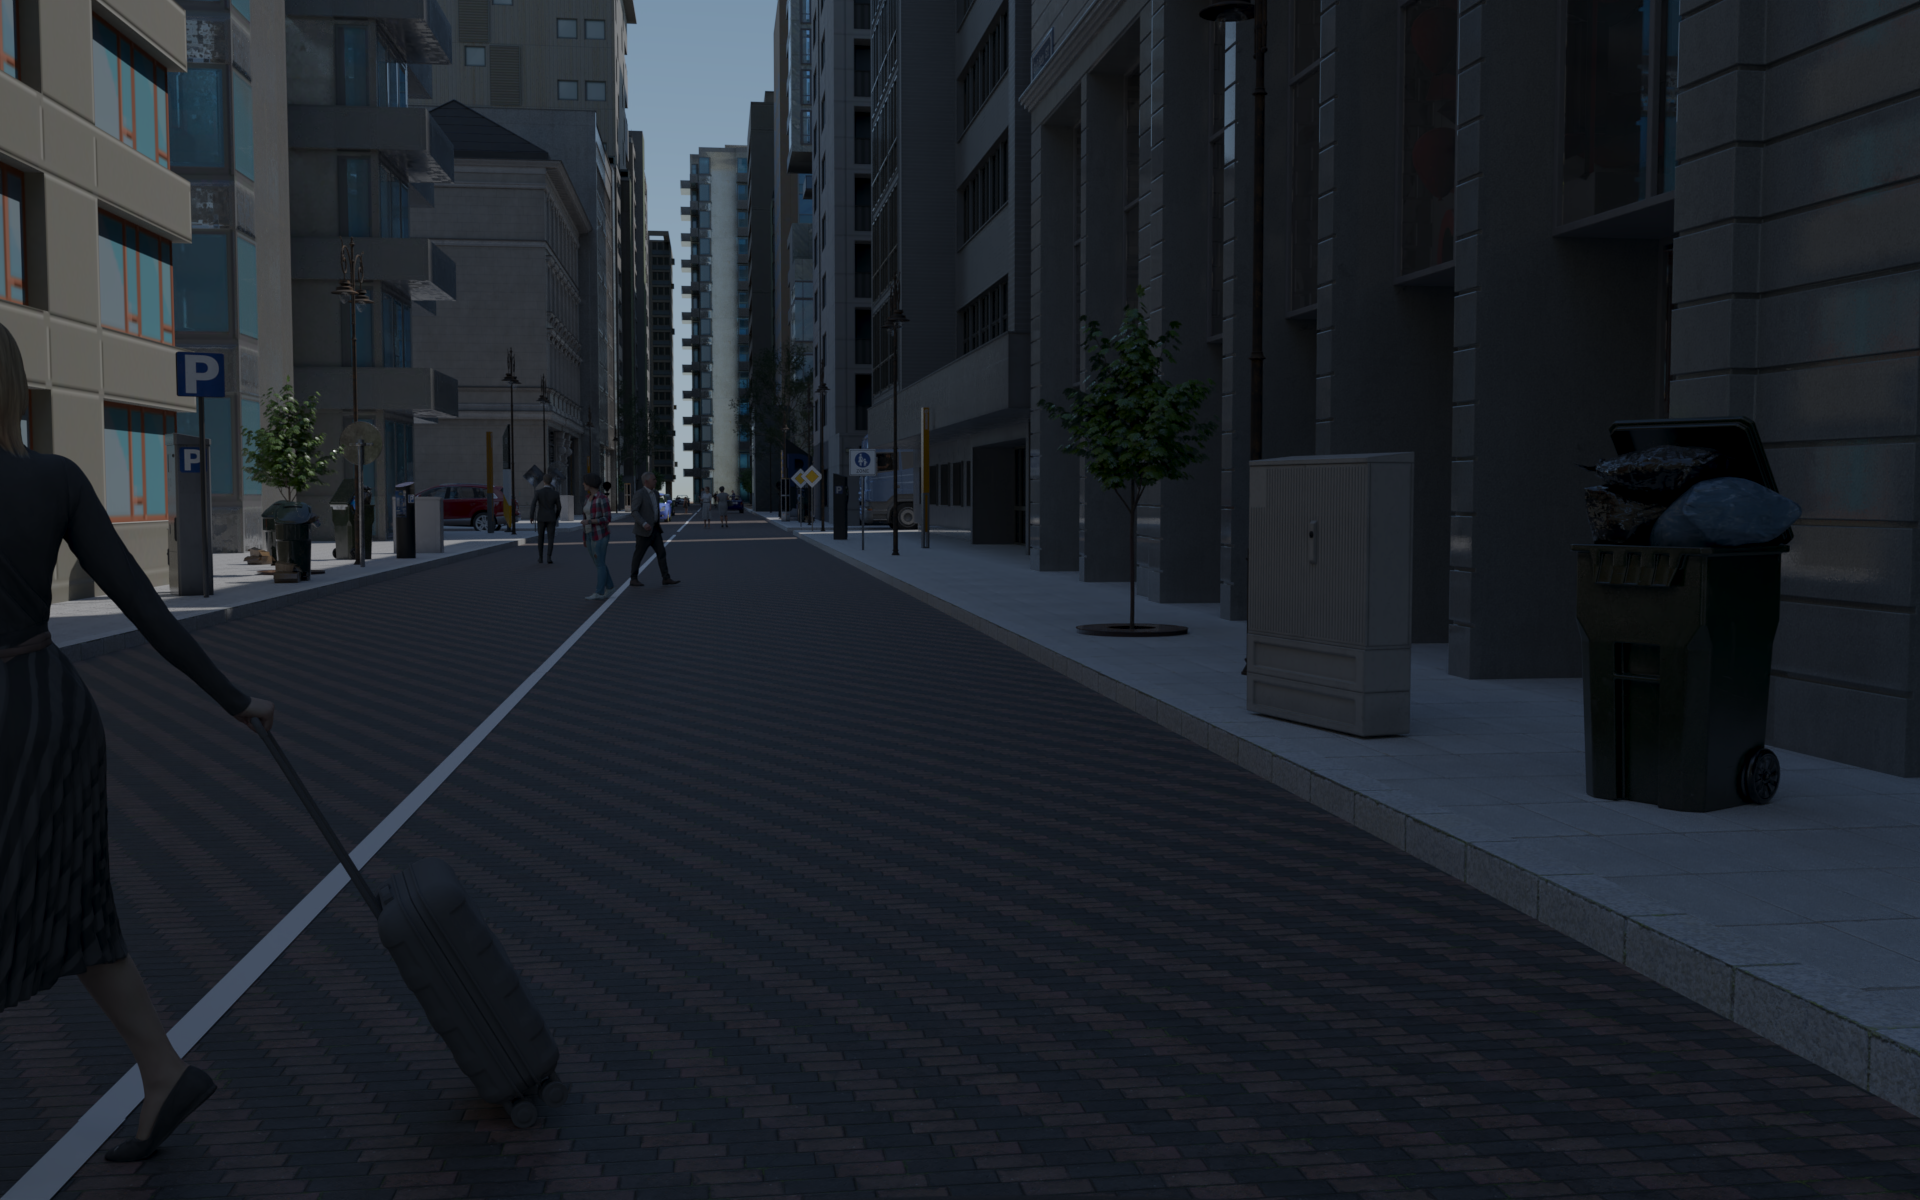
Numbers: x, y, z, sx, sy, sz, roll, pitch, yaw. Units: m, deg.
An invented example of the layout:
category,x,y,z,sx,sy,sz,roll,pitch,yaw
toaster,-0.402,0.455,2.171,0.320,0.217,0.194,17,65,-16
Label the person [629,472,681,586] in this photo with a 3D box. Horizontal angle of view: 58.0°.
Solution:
category,x,y,z,sx,sy,sz,roll,pitch,yaw
person,-4.785,-1.106,26.975,0.834,1.777,0.661,1,4,21

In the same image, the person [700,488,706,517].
category,x,y,z,sx,sy,sz,roll,pitch,yaw
person,-15.903,-6.087,107.866,0.795,1.843,0.661,1,4,21

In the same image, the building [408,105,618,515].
category,x,y,z,sx,sy,sz,roll,pitch,yaw
building,-29.729,-18.231,116.099,12.078,24.808,19.932,0,4,-8

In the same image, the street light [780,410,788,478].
category,x,y,z,sx,sy,sz,roll,pitch,yaw
street light,-9.615,-7.471,94.933,0.468,5.910,1.993,0,4,-8

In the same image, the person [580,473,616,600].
category,x,y,z,sx,sy,sz,roll,pitch,yaw
person,-4.904,-0.869,23.547,0.643,1.720,0.563,-3,4,-37

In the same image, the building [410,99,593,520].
category,x,y,z,sx,sy,sz,roll,pitch,yaw
building,-25.027,-14.405,86.434,10.553,20.767,40.483,0,4,-8

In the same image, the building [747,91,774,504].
category,x,y,z,sx,sy,sz,roll,pitch,yaw
building,-14.284,-35.634,206.322,21.300,48.544,21.600,0,4,-8

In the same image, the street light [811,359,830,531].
category,x,y,z,sx,sy,sz,roll,pitch,yaw
street light,-4.720,-5.301,59.466,0.468,5.910,1.993,0,4,-8

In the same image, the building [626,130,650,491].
category,x,y,z,sx,sy,sz,roll,pitch,yaw
building,-41.521,-30.882,188.507,14.154,41.232,14.086,0,4,-8

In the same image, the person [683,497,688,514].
category,x,y,z,sx,sy,sz,roll,pitch,yaw
person,-20.068,-6.930,126.476,0.373,1.253,0.362,2,4,27

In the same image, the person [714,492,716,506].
category,x,y,z,sx,sy,sz,roll,pitch,yaw
person,-29.775,-12.294,210.973,0.593,1.643,0.415,3,4,36

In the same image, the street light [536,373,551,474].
category,x,y,z,sx,sy,sz,roll,pitch,yaw
street light,-15.963,-5.734,66.543,0.468,5.910,1.993,0,4,-8

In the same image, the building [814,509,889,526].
category,x,y,z,sx,sy,sz,roll,pitch,yaw
building,3.961,-39.166,78.611,20.611,71.187,20.563,0,4,-8

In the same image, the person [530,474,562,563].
category,x,y,z,sx,sy,sz,roll,pitch,yaw
person,-8.584,-1.687,35.862,0.659,1.850,0.755,-1,4,-16

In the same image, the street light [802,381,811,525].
category,x,y,z,sx,sy,sz,roll,pitch,yaw
street light,-6.192,-6.011,71.072,0.468,5.910,1.993,0,4,-8

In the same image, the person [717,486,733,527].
category,x,y,z,sx,sy,sz,roll,pitch,yaw
person,-10.160,-4.036,74.852,0.716,1.782,0.532,-1,4,-9

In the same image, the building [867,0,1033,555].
category,x,y,z,sx,sy,sz,roll,pitch,yaw
building,5.913,-13.802,44.735,14.314,24.678,30.058,0,4,-8

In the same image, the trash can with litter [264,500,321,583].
category,x,y,z,sx,sy,sz,roll,pitch,yaw
trash can with litter,-9.728,-0.853,25.339,0.624,1.170,1.055,-1,4,-14

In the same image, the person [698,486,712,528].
category,x,y,z,sx,sy,sz,roll,pitch,yaw
person,-10.718,-3.907,72.943,0.480,1.755,0.524,1,4,17

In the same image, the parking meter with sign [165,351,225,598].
category,x,y,z,sx,sy,sz,roll,pitch,yaw
parking meter with sign,-9.798,-1.578,22.055,0.543,3.016,1.738,-2,4,-34

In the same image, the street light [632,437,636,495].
category,x,y,z,sx,sy,sz,roll,pitch,yaw
street light,-26.098,-10.125,138.333,0.468,5.910,1.993,0,4,-8

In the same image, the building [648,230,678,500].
category,x,y,z,sx,sy,sz,roll,pitch,yaw
building,-51.254,-33.394,237.877,23.993,40.220,32.217,0,4,-8

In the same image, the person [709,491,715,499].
category,x,y,z,sx,sy,sz,roll,pitch,yaw
person,-23.478,-9.346,162.130,1.217,1.723,0.721,-1,4,-19

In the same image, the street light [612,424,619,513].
category,x,y,z,sx,sy,sz,roll,pitch,yaw
street light,-22.818,-8.696,114.965,0.468,5.910,1.993,0,4,-8

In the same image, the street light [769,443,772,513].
category,x,y,z,sx,sy,sz,roll,pitch,yaw
street light,-12.934,-8.900,118.296,0.468,5.910,1.993,0,4,-8

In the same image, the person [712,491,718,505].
category,x,y,z,sx,sy,sz,roll,pitch,yaw
person,-24.849,-10.279,177.076,1.217,1.766,0.721,-1,4,-16

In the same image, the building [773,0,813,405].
category,x,y,z,sx,sy,sz,roll,pitch,yaw
building,-9.227,-30.788,153.498,14.600,45.320,14.200,0,4,-8

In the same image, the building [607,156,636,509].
category,x,y,z,sx,sy,sz,roll,pitch,yaw
building,-35.072,-22.940,146.763,14.160,30.474,14.107,0,4,-8

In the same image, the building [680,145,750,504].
category,x,y,z,sx,sy,sz,roll,pitch,yaw
building,-22.776,-37.828,238.097,30.456,49.044,23.786,0,4,-8

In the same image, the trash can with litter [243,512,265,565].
category,x,y,z,sx,sy,sz,roll,pitch,yaw
trash can with litter,-12.576,-1.243,31.708,0.624,1.170,1.055,1,4,17

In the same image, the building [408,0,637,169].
category,x,y,z,sx,sy,sz,roll,pitch,yaw
building,-45.916,-35.311,166.578,28.713,52.752,27.495,0,4,-8

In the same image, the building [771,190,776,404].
category,x,y,z,sx,sy,sz,roll,pitch,yaw
building,-11.287,-24.234,167.929,14.160,30.474,14.107,0,4,-8

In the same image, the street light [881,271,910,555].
category,x,y,z,sx,sy,sz,roll,pitch,yaw
street light,-1.349,-3.873,36.110,0.468,5.910,1.993,0,4,-8

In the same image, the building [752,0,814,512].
category,x,y,z,sx,sy,sz,roll,pitch,yaw
building,-3.106,-49.364,119.776,22.319,86.520,31.000,0,4,-8

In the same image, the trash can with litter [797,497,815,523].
category,x,y,z,sx,sy,sz,roll,pitch,yaw
trash can with litter,-6.833,-4.035,77.362,0.624,1.170,1.055,-3,4,-38

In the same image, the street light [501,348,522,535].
category,x,y,z,sx,sy,sz,roll,pitch,yaw
street light,-14.128,-5.008,54.675,0.468,5.910,1.993,0,4,-8

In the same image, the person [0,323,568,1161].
category,x,y,z,sx,sy,sz,roll,pitch,yaw
person,-1.614,0.309,3.671,1.509,1.804,0.699,-1,4,-21

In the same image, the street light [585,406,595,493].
category,x,y,z,sx,sy,sz,roll,pitch,yaw
street light,-19.354,-7.212,90.709,0.468,5.910,1.993,0,4,-8

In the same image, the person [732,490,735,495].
category,x,y,z,sx,sy,sz,roll,pitch,yaw
person,-19.519,-8.516,148.178,0.568,1.767,0.683,0,4,7

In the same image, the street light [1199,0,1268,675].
category,x,y,z,sx,sy,sz,roll,pitch,yaw
street light,2.089,-2.406,12.131,0.468,5.910,1.993,0,4,-8

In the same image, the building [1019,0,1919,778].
category,x,y,z,sx,sy,sz,roll,pitch,yaw
building,8.584,-14.513,14.785,11.434,29.767,29.804,0,4,-8

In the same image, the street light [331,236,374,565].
category,x,y,z,sx,sy,sz,roll,pitch,yaw
street light,-10.928,-3.578,31.295,0.468,5.910,1.993,0,4,-8
